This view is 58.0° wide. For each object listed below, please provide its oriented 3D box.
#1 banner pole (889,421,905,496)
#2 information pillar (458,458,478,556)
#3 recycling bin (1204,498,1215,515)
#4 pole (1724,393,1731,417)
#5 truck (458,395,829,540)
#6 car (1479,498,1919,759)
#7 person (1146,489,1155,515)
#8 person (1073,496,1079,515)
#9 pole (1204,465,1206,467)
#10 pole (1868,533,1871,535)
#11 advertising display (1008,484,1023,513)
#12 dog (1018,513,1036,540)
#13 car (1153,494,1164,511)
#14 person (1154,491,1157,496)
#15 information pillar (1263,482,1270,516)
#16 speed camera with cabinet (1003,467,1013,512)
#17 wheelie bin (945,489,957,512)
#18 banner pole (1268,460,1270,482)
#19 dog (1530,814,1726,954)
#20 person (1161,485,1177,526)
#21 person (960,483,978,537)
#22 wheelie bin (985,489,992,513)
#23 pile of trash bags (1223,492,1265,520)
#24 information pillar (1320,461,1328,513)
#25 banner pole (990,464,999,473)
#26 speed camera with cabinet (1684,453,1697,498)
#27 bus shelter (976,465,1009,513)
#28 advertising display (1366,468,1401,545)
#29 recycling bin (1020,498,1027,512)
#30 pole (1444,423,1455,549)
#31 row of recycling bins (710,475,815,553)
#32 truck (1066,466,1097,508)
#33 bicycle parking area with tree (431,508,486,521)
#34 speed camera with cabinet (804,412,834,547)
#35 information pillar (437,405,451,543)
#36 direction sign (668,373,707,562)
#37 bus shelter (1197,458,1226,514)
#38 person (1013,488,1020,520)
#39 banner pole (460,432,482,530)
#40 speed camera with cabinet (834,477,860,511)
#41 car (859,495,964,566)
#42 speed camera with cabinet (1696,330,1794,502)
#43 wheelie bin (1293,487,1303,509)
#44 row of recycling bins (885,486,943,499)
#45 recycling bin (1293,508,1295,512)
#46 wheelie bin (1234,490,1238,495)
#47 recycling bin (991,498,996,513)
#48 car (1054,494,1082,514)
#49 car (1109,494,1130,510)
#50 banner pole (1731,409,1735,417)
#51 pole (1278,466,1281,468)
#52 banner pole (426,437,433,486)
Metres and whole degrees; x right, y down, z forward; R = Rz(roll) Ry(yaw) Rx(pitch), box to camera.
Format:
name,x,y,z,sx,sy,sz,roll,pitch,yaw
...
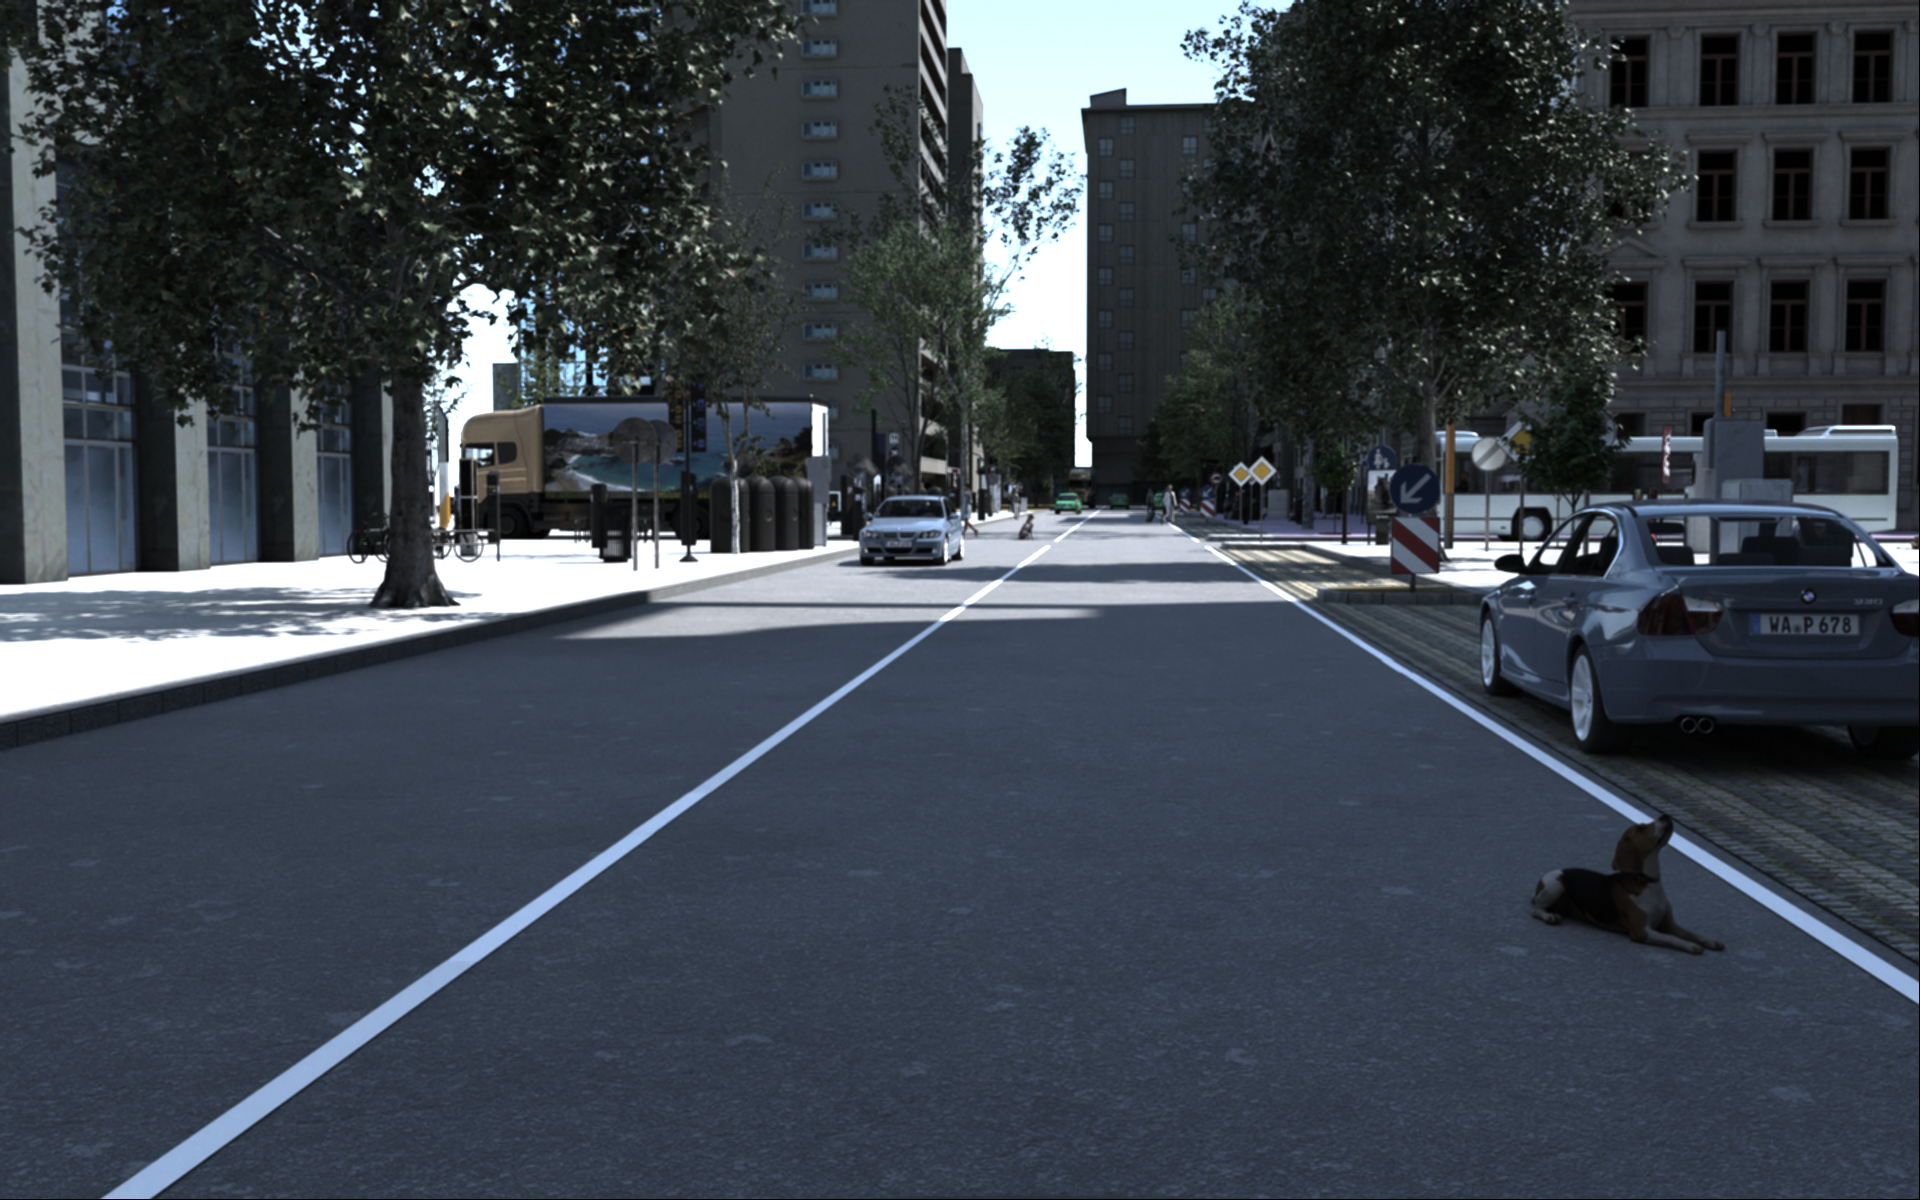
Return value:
name,x,y,z,sx,sy,sz,roll,pitch,yaw
banner pole,-2.127,-4.249,59.484,0.863,3.779,0.401,-3,5,-40
information pillar,-10.155,-1.913,35.775,0.304,2.012,0.304,0,4,0
recycling bin,15.689,-5.874,108.599,0.722,1.027,0.722,0,4,2
pole,15.465,-2.522,35.085,0.158,3.312,0.155,0,3,0
truck,-9.584,-3.777,50.670,11.283,4.237,2.839,0,4,7
car,4.427,0.080,10.699,2.014,1.417,4.499,0,4,6
person,12.929,-6.623,116.966,0.709,1.800,0.728,3,4,36
person,7.949,-6.449,118.187,0.590,1.304,0.306,-3,5,-39
pole,17.405,-7.904,123.078,0.158,3.312,0.155,0,3,0
pole,27.933,-3.634,53.257,0.158,3.312,0.155,0,3,0
advertising display,4.243,-7.598,129.433,0.974,1.923,0.123,-2,4,-28
dog,1.983,-2.320,54.769,0.800,0.831,0.513,0,4,4
car,17.070,-8.387,145.925,1.959,1.807,4.718,0,4,6
person,19.313,-9.853,170.311,0.721,1.735,1.217,1,4,21
information pillar,18.264,-6.041,103.259,0.304,2.012,0.304,-1,4,-10
speed camera with cabinet,2.803,-8.000,125.129,2.038,3.252,0.660,1,4,9
wheelie bin,-0.633,-6.724,117.853,0.693,1.594,0.980,-3,5,-39
banner pole,22.511,-8.320,126.050,0.401,3.779,0.863,1,4,15
dog,2.195,0.882,5.767,0.550,0.427,0.748,1,4,12
person,9.436,-4.274,78.251,0.818,1.842,0.514,3,5,43
person,0.300,-3.018,57.941,0.778,1.811,0.616,2,4,31
wheelie bin,1.701,-6.548,114.965,0.980,1.594,0.693,2,4,35
pile of trash bags,14.221,-4.745,87.329,1.912,1.369,3.447,0,4,2
information pillar,24.327,-7.606,115.708,0.504,3.616,0.183,2,4,35
banner pole,2.612,-8.446,128.114,0.863,3.779,0.401,1,4,21
speed camera with cabinet,15.942,-2.617,37.124,0.660,3.252,2.038,1,4,17
bus shelter,2.311,-7.830,121.941,2.014,3.302,5.546,0,4,5
advertising display,10.658,-2.349,43.626,0.123,1.923,0.974,-3,5,-40
recycling bin,4.232,-6.653,121.337,0.722,1.027,0.722,-1,4,-22
pole,11.374,-2.837,40.225,0.158,3.312,0.155,0,3,0
row of recycling bins,-4.360,-1.945,38.920,1.069,1.692,3.534,2,4,27
truck,12.575,-11.529,177.410,2.839,4.237,11.283,0,4,7
bicycle parking area with tree,-23.261,-6.529,93.747,8.231,4.147,9.016,0,4,-3
speed camera with cabinet,-3.571,-2.953,42.614,0.660,3.252,2.038,-1,4,-9
information pillar,-13.496,-3.298,45.272,0.183,3.616,0.504,-3,5,-43
direction sign,-5.129,-2.486,32.646,0.876,3.537,0.379,2,4,30
bus shelter,16.904,-7.651,116.383,1.731,3.624,6.357,0,4,6
person,3.187,-5.394,97.241,0.362,1.759,0.519,1,4,22
banner pole,-17.292,-4.366,61.394,0.863,3.779,0.401,-1,4,-12
speed camera with cabinet,-7.236,-6.939,107.787,2.038,3.252,0.660,1,4,18
car,-0.950,-1.484,36.269,2.014,1.417,4.499,0,4,7
speed camera with cabinet,9.249,-1.591,20.342,0.660,3.252,2.038,1,4,12
wheelie bin,16.395,-4.594,83.026,0.693,1.594,0.980,-1,4,-18
row of recycling bins,-2.560,-5.242,92.816,3.534,1.692,1.069,-2,4,-23
recycling bin,24.465,-6.880,125.042,0.722,1.027,0.722,1,4,15
wheelie bin,20.115,-7.161,124.985,0.693,1.594,0.980,-2,4,-27
recycling bin,1.976,-6.357,116.491,0.722,1.027,0.722,-1,4,-21
car,7.735,-7.030,123.744,1.959,1.807,4.718,0,4,6
car,14.866,-9.321,161.198,1.959,1.807,4.718,0,4,5
banner pole,22.537,-3.738,51.133,0.863,3.779,0.401,0,4,1
pole,23.275,-8.109,126.420,0.158,3.312,0.155,0,3,0
banner pole,-20.629,-4.704,66.934,0.401,3.779,0.863,1,4,22
